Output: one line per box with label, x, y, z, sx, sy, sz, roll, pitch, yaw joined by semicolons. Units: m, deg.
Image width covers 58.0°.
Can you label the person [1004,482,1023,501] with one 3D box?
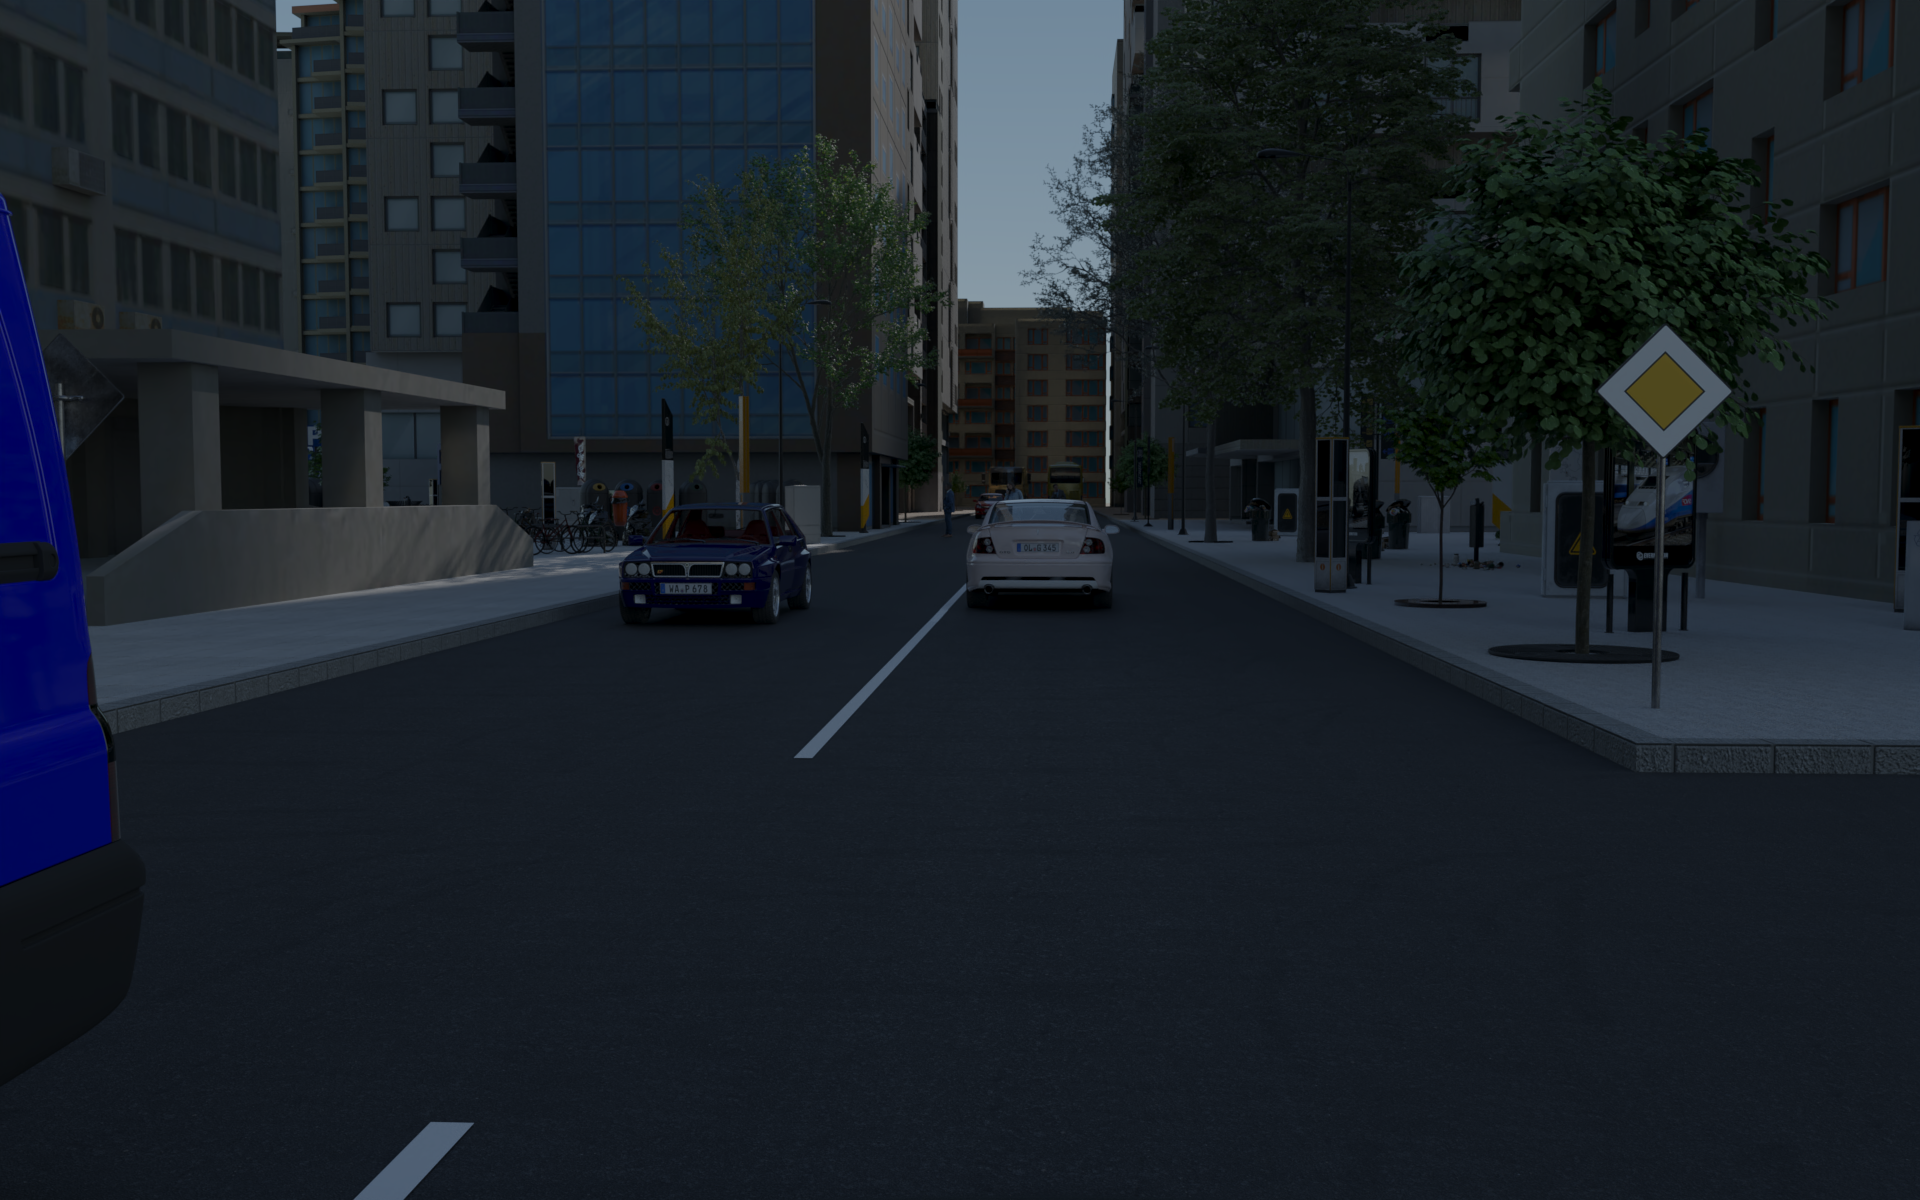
person;1.633;-2.571;50.803;0.793;1.790;0.793;0;4;-5

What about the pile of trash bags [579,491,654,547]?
pile of trash bags;-8.643;-2.082;43.785;1.912;1.369;3.447;-1;4;-10

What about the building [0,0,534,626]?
building;-24.007;-20.275;23.381;32.217;40.220;23.993;0;4;3

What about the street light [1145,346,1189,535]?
street light;6.485;-5.005;54.373;1.470;5.913;1.316;0;4;3

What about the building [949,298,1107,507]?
building;0.699;-20.761;184.487;28.899;21.520;27.650;0;4;3

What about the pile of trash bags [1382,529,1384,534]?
pile of trash bags;11.956;-2.839;56.176;3.447;1.369;1.912;0;4;5

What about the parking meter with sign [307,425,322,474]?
parking meter with sign;-16.259;-2.959;44.647;0.543;3.016;1.738;0;4;1

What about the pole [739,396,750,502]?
pole;-4.501;-2.589;36.173;0.158;3.312;0.155;0;3;0

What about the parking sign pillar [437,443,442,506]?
parking sign pillar;-19.587;-4.757;66.249;1.447;3.967;1.447;-2;4;-31

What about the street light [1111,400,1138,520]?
street light;8.108;-6.897;85.314;1.470;5.913;1.316;0;4;3

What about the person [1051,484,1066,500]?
person;3.999;-3.777;70.067;0.655;1.846;0.447;1;4;16

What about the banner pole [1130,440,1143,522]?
banner pole;8.271;-5.542;80.627;0.401;3.779;0.863;3;5;42

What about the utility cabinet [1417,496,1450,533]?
utility cabinet;15.459;-2.773;56.507;1.020;1.237;0.306;0;4;-8

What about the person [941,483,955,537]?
person;-0.378;-2.997;57.683;0.419;1.800;0.721;-1;4;-9

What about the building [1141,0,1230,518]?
building;21.482;-34.307;102.923;21.231;58.520;28.212;0;4;3

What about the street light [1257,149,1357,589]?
street light;4.692;-3.113;23.441;1.470;5.913;1.316;0;4;3

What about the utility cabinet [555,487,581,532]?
utility cabinet;-12.859;-2.983;57.452;1.173;1.500;0.318;0;4;8

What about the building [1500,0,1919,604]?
building;25.595;-10.886;23.028;28.899;21.520;27.650;0;4;3

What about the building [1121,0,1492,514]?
building;27.538;-33.992;145.000;28.713;52.752;27.495;0;4;3

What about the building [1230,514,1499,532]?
building;23.520;-29.401;69.948;28.713;52.752;27.495;0;4;3

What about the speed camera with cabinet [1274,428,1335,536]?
speed camera with cabinet;10.531;-3.544;52.284;2.038;3.252;0.660;3;4;37

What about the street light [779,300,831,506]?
street light;-3.773;-4.224;41.606;1.470;5.913;1.316;0;4;3

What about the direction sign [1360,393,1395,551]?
direction sign;9.363;-2.867;38.865;0.876;3.537;0.379;3;5;44

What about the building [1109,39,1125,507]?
building;26.185;-33.899;177.945;21.600;48.544;21.300;0;4;3

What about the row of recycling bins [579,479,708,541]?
row of recycling bins;-8.729;-2.488;47.784;3.534;1.692;1.069;0;4;-3

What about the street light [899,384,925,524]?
street light;-2.151;-6.142;72.955;1.470;5.913;1.316;0;4;3

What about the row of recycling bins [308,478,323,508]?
row of recycling bins;-16.349;-2.173;42.643;3.534;1.692;1.069;1;4;14

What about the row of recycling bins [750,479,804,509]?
row of recycling bins;-5.261;-2.583;49.342;1.069;1.692;3.534;-2;4;-24

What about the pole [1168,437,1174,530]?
pole;7.567;-4.174;62.085;0.158;3.312;0.155;0;3;0

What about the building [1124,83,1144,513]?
building;18.914;-21.613;125.071;14.160;30.474;14.107;0;4;3

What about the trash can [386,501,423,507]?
trash can;-11.718;-1.523;36.554;0.748;1.137;0.748;0;3;0

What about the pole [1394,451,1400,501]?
pole;14.482;-3.885;57.368;0.158;3.312;0.155;0;3;0

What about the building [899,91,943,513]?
building;-8.692;-21.398;121.562;14.160;30.474;14.107;0;4;3

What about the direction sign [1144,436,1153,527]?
direction sign;7.447;-4.673;68.401;0.379;3.537;0.876;0;4;1

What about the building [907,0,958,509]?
building;-13.851;-34.093;146.666;27.495;52.752;28.713;0;4;3

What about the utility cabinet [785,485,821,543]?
utility cabinet;-4.033;-2.182;44.357;0.318;1.500;1.173;2;4;29

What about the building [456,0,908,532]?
building;-9.454;-25.343;64.467;14.600;45.320;14.200;0;4;3

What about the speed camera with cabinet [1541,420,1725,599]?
speed camera with cabinet;8.248;-1.647;21.266;2.038;3.252;0.660;1;4;17

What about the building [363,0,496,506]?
building;-16.385;-31.270;100.508;28.713;52.752;27.495;0;4;3

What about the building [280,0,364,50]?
building;-41.818;-30.396;151.595;28.867;44.769;22.147;0;4;3

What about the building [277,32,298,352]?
building;-63.186;-28.939;156.748;14.086;41.232;14.154;0;4;3
